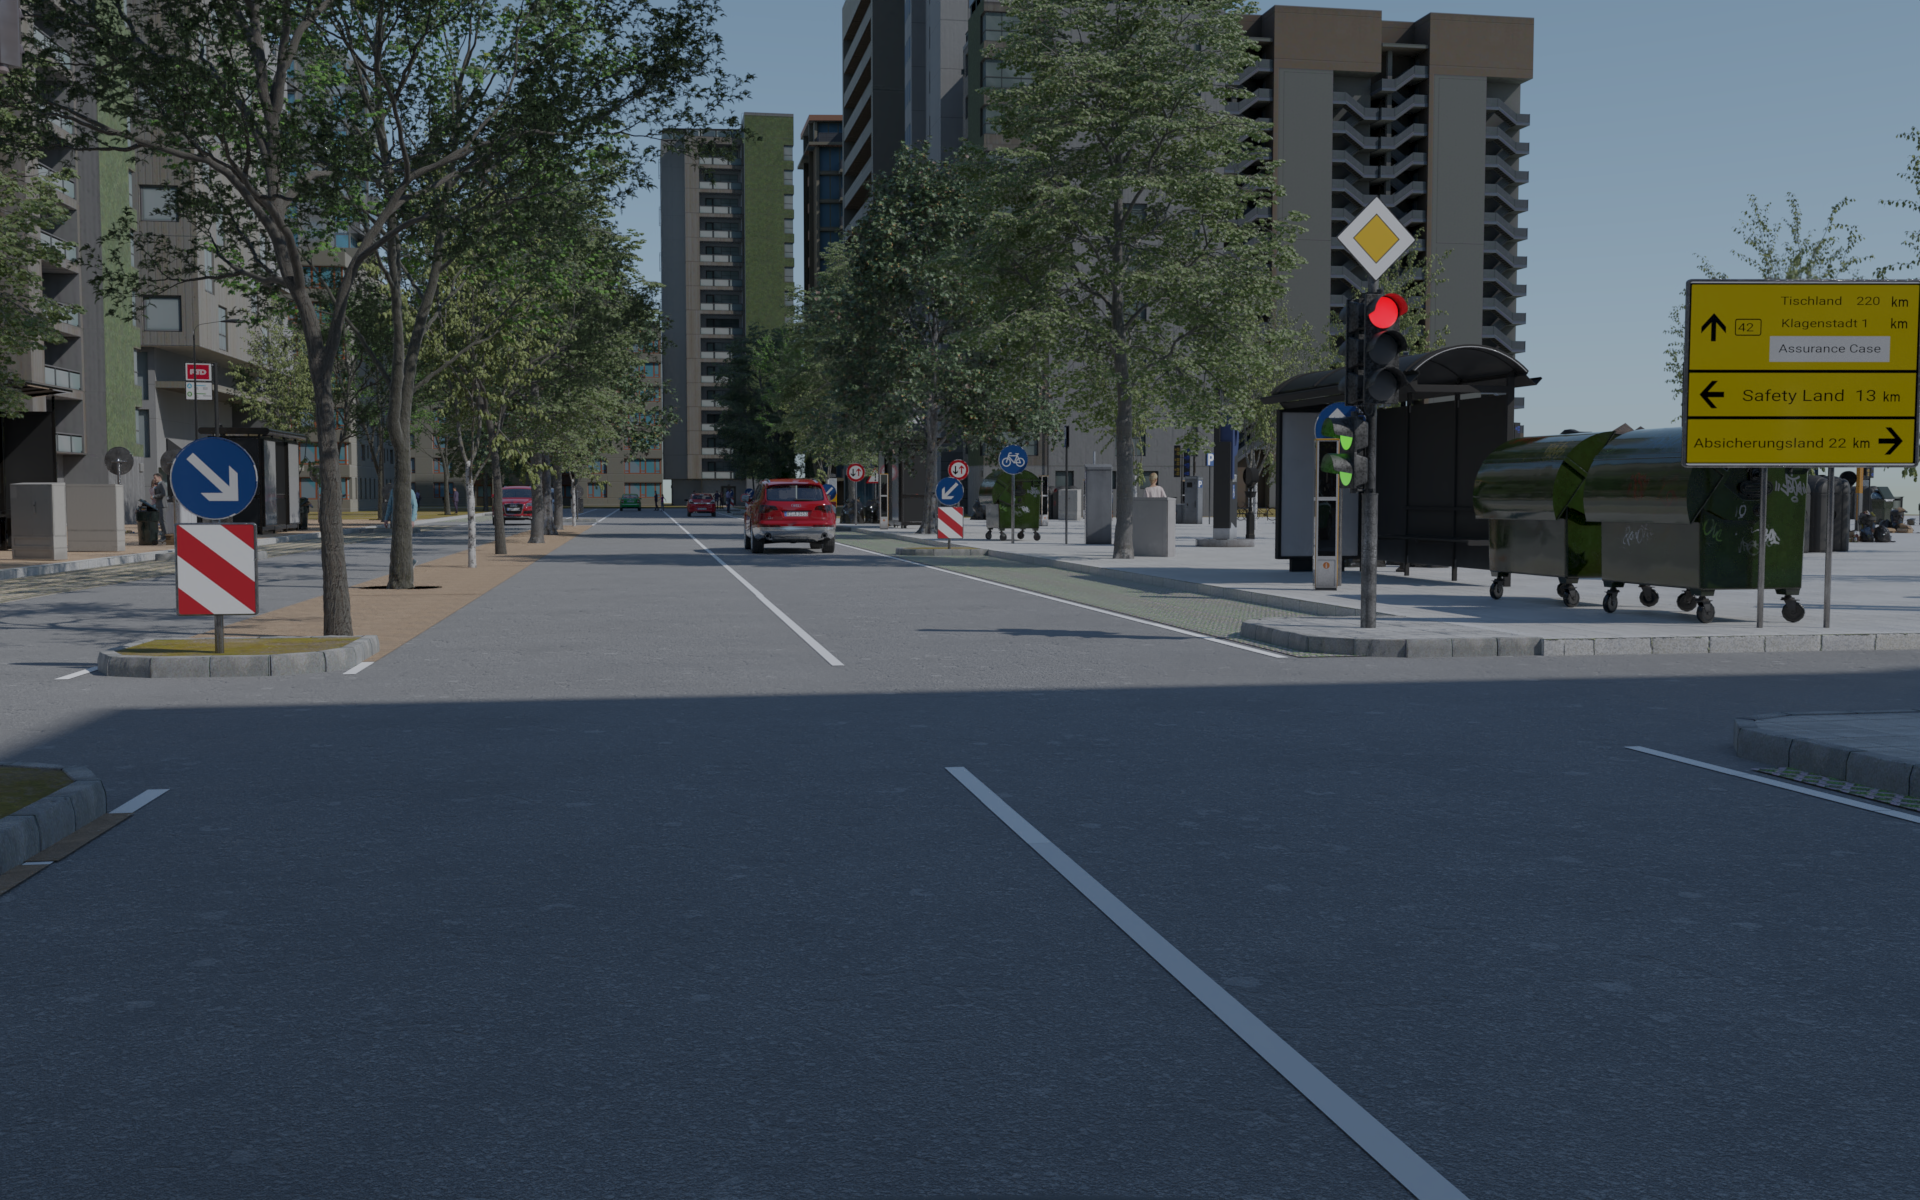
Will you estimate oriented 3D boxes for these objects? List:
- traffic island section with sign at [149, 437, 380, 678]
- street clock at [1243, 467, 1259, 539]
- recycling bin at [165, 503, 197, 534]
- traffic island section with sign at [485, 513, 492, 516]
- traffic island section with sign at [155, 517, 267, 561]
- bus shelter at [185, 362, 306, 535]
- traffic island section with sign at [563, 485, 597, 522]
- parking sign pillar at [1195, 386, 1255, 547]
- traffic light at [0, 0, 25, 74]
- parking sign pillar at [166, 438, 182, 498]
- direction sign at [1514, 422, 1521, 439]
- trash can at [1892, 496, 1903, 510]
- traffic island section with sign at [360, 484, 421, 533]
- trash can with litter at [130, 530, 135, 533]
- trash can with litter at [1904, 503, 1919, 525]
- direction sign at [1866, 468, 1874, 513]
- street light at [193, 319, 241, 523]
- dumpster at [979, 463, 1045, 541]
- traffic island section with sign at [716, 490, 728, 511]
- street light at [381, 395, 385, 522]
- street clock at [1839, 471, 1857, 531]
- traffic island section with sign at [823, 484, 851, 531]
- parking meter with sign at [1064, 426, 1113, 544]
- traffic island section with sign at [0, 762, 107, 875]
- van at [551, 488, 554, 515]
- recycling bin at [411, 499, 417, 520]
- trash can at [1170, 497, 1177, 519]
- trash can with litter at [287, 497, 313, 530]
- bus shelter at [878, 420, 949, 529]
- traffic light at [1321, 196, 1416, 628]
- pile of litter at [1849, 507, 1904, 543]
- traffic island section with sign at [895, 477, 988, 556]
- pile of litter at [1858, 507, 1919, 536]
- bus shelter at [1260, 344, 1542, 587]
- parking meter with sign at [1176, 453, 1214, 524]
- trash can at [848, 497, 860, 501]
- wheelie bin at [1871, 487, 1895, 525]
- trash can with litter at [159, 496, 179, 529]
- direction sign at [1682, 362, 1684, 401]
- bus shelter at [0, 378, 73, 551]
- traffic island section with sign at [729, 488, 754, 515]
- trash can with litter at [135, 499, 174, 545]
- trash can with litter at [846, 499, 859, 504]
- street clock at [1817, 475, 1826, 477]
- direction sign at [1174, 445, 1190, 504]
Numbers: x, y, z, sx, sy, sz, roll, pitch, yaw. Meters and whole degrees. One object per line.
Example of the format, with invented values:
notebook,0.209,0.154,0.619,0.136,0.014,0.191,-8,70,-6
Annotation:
traffic island section with sign,-6.058,-0.387,14.470,2.006,1.907,1.989,-1,4,-10
street clock,7.901,-2.601,47.097,0.358,2.002,0.471,-1,4,-23
recycling bin,-22.819,-2.341,50.823,0.722,1.027,0.722,2,4,24
traffic island section with sign,-30.256,-6.457,114.197,1.989,1.847,2.006,-1,4,-10
traffic island section with sign,-16.345,-1.794,37.957,1.989,1.847,2.006,-1,4,-10
bus shelter,-23.005,-4.774,55.689,2.179,5.291,8.768,-1,4,-10
traffic island section with sign,-19.563,-4.908,88.389,2.006,1.907,1.989,-1,4,-10
parking sign pillar,6.482,-3.289,42.247,1.447,3.967,1.447,1,4,16
traffic light,-10.152,-2.404,13.976,4.771,5.953,1.251,-1,4,-10
parking sign pillar,-37.707,-5.839,83.932,1.447,3.967,1.447,3,4,36
direction sign,17.408,-3.830,54.612,0.876,3.537,0.379,-3,5,-44
trash can,55.249,-5.534,102.128,0.748,1.137,0.748,0,3,0
traffic island section with sign,-21.187,-3.416,64.475,1.989,1.847,2.006,-1,4,-10
trash can with litter,-27.871,-2.787,56.627,1.678,1.210,2.233,0,4,3
trash can with litter,39.244,-3.638,70.862,1.055,1.170,0.624,2,4,35
direction sign,44.339,-5.653,84.417,0.876,3.537,0.379,-3,5,-42
street light,-19.672,-4.488,45.923,1.470,5.913,1.316,-1,4,-10
dumpster,1.440,-2.784,48.015,1.502,2.255,1.985,-1,4,-10
traffic island section with sign,-19.181,-8.234,143.257,1.989,1.847,2.006,-1,4,-10
street light,-25.628,-6.487,78.598,1.470,5.913,1.316,-1,4,-10
street clock,27.644,-3.021,53.958,0.471,2.002,0.358,1,4,16
traffic island section with sign,-5.318,-3.592,67.352,1.989,1.847,2.006,-1,4,-10
parking meter with sign,3.544,-2.931,44.183,1.738,3.016,0.543,0,4,-1
traffic island section with sign,-4.737,0.058,7.181,2.006,1.907,1.989,-1,4,-10
van,-28.215,-6.791,118.045,2.013,2.044,4.112,-1,4,-9
recycling bin,-26.879,-4.398,84.463,0.722,1.027,0.722,-1,4,-14
trash can,10.156,-4.417,83.879,0.748,1.137,0.748,0,3,0
trash can with litter,-23.513,-3.060,61.414,0.624,1.170,1.055,1,4,21
bus shelter,-2.173,-5.539,68.202,2.179,5.291,8.768,-1,4,-10
traffic light,3.900,-1.687,16.511,0.839,4.253,0.868,-1,4,-10
pile of litter,24.027,-1.968,46.145,1.719,0.858,1.176,1,4,21
traffic island section with sign,-0.477,-1.970,40.833,1.989,1.847,2.006,-1,4,-10
pile of litter,30.869,-2.637,57.083,1.176,0.858,1.719,-2,4,-34
bus shelter,6.428,-1.970,26.139,2.014,3.302,5.546,-1,4,-10
parking meter with sign,9.990,-4.754,73.983,1.738,3.016,0.543,3,5,44
trash can,-5.577,-4.859,91.094,0.748,1.137,0.748,0,3,0
wheelie bin,38.503,-3.942,72.357,0.980,1.594,0.693,-2,4,-24
trash can with litter,-29.066,-3.223,63.747,2.233,1.210,1.678,3,5,41
direction sign,12.666,-2.290,29.431,0.379,3.537,0.876,-3,5,-39
bus shelter,-20.343,-2.739,36.073,1.731,3.624,6.357,-1,4,-10
traffic island section with sign,-14.331,-6.612,116.740,1.989,1.847,2.006,-1,4,-10
trash can with litter,-20.111,-1.961,43.450,1.055,1.170,0.624,-2,4,-26
trash can with litter,-5.303,-4.404,83.387,0.624,1.170,1.055,2,4,31
street clock,32.031,-3.663,64.454,0.471,2.002,0.358,0,4,6
direction sign,10.284,-5.400,80.286,0.876,3.537,0.379,3,5,40
